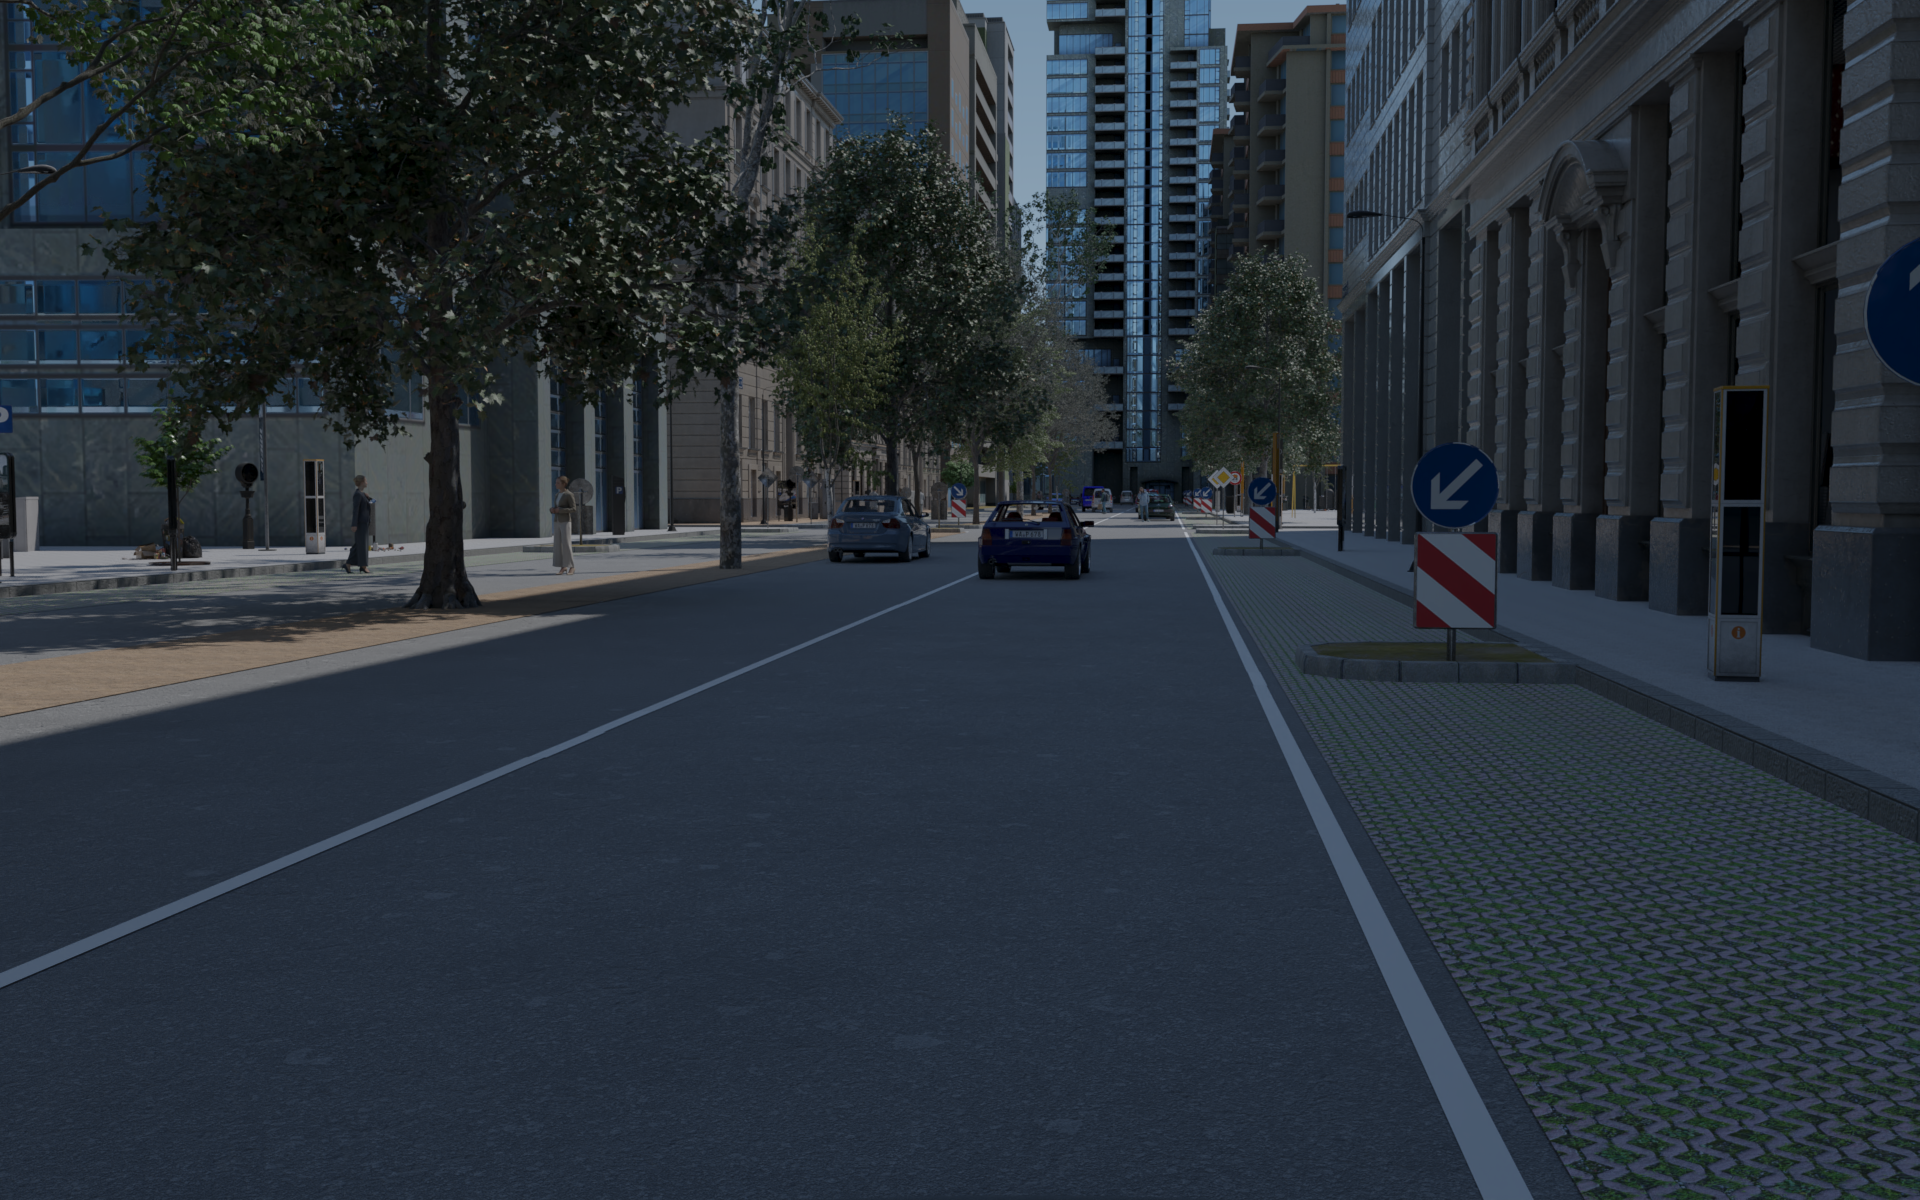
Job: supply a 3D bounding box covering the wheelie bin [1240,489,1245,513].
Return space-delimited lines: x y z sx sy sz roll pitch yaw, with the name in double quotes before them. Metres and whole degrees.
"wheelie bin" 19.114 -6.587 115.605 0.693 1.594 0.980 -3 4 -37

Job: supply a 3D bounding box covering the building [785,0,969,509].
"building" -6.854 -30.907 155.442 14.600 45.320 14.200 0 4 7

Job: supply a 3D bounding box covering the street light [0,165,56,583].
"street light" -13.445 -3.187 24.655 1.470 5.913 1.316 0 4 7

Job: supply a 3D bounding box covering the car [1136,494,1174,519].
"car" 11.176 -5.356 99.367 2.131 1.459 4.920 0 4 7

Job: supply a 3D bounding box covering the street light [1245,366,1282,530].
"street light" 11.002 -5.517 62.749 1.470 5.913 1.316 0 4 7

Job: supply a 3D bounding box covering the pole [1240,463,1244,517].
"pole" 15.879 -6.337 97.448 0.158 3.312 0.155 0 3 0

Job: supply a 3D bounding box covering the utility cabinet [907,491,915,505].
"utility cabinet" -3.359 -6.557 115.891 0.318 1.500 1.173 2 4 29

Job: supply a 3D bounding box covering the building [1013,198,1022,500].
"building" 1.089 -34.025 239.898 14.086 41.232 14.154 0 4 7

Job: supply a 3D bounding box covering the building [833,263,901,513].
"building" -9.908 -14.945 108.986 10.561 19.102 19.286 0 4 7

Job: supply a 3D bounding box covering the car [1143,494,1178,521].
"car" 10.685 -5.089 92.987 2.009 1.686 4.222 0 4 7

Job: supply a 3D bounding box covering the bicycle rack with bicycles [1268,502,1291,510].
"bicycle rack with bicycles" 25.114 -7.597 137.591 2.852 0.926 2.925 -3 5 -44

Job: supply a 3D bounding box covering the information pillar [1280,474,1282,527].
"information pillar" 11.681 -3.622 63.716 0.304 2.012 0.304 0 4 3

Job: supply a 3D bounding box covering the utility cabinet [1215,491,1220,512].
"utility cabinet" 18.142 -6.932 122.024 0.318 1.500 1.173 0 4 7

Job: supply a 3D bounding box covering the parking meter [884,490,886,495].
"parking meter" -4.408 -5.898 104.842 0.372 1.533 0.369 0 3 0

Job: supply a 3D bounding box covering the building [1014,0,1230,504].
"building" 23.961 -56.713 239.935 31.000 86.520 22.319 0 4 7

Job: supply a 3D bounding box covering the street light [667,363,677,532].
"street light" -9.347 -5.300 59.201 1.470 5.913 1.316 0 4 7

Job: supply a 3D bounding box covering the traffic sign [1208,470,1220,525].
"traffic sign" 10.542 -4.122 71.035 0.795 2.450 0.064 0 4 7

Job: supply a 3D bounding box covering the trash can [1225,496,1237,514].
"trash can" 17.557 -6.156 112.301 0.748 1.137 0.748 0 3 0

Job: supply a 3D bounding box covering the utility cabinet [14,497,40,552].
"utility cabinet" -20.945 -1.692 38.827 0.306 1.237 1.020 -1 4 -14

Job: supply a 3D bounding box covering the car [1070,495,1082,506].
"car" 13.356 -11.586 202.004 1.945 1.354 3.894 0 4 8

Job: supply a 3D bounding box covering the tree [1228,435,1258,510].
"tree" 20.593 -10.808 127.080 4.360 8.622 3.978 0 3 0

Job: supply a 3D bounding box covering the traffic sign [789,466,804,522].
"traffic sign" -7.377 -4.780 78.256 0.768 2.556 0.104 1 4 10

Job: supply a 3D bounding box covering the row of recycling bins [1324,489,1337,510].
"row of recycling bins" 30.447 -7.912 136.481 3.534 1.692 1.069 1 4 17

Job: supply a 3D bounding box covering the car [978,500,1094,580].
"car" 1.353 -1.091 30.425 1.945 1.354 3.894 0 4 8

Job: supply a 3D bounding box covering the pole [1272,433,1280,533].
"pole" 10.520 -3.905 57.693 0.158 3.312 0.155 0 3 0

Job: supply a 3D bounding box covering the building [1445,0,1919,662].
"building" 12.814 -11.761 21.170 11.050 23.489 19.941 0 4 7

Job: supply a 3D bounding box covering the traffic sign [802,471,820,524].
"traffic sign" -6.281 -4.246 73.056 0.795 2.450 0.064 0 4 7

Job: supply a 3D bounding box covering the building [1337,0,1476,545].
"building" 17.095 -16.390 45.471 11.434 29.767 29.804 0 4 7

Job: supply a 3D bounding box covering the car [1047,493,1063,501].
"car" 9.995 -10.431 180.137 1.945 1.707 3.694 0 4 7

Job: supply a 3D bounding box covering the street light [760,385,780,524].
"street light" -7.771 -6.147 73.051 1.470 5.913 1.316 0 4 7

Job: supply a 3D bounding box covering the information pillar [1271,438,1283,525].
"information pillar" 13.354 -4.987 72.890 0.504 3.616 0.183 -1 4 -13

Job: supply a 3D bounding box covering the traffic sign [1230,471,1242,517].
"traffic sign" 15.228 -5.864 95.977 0.768 2.556 0.104 0 4 8

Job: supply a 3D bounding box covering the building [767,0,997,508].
"building" -7.946 -33.659 174.032 21.300 48.544 21.600 0 4 7

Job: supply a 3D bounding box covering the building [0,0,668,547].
"building" -27.392 -45.183 51.416 31.000 86.520 22.319 0 4 7

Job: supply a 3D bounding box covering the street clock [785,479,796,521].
"street clock" -7.952 -4.684 81.153 0.471 2.002 0.358 -2 4 -24

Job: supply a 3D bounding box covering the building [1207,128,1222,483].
"building" 40.339 -33.587 203.778 22.147 44.769 28.867 0 4 7

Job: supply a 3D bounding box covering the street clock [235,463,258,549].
"street clock" -16.570 -2.184 40.281 0.358 2.002 0.471 2 4 31

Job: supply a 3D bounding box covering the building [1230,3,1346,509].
"building" 36.114 -30.930 160.329 22.147 44.769 28.867 0 4 7

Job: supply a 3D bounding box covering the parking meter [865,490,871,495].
"parking meter" -5.143 -5.407 96.822 0.372 1.533 0.369 0 3 0

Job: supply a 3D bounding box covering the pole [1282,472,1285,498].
"pole" 26.070 -8.910 139.529 0.158 3.312 0.155 0 3 0

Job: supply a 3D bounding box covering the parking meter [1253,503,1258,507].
"parking meter" 19.986 -6.834 117.454 0.255 1.863 0.399 3 5 42

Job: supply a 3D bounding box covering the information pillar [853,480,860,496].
"information pillar" -5.657 -5.494 94.312 0.304 2.012 0.304 0 4 -1

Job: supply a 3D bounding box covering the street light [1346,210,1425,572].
"street light" 7.021 -3.420 28.458 1.470 5.913 1.316 0 4 7

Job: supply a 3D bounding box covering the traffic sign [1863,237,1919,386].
"traffic sign" 4.804 -0.513 8.495 0.768 2.556 0.104 1 4 11

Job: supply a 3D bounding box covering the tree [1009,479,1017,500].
"tree" 6.398 -12.692 202.111 1.663 3.219 1.824 0 3 0

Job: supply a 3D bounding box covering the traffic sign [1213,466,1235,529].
"traffic sign" 9.595 -3.637 63.106 0.795 2.450 0.064 0 4 7

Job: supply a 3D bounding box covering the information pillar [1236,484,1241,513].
"information pillar" 19.432 -7.094 120.481 0.304 2.012 0.304 2 4 28

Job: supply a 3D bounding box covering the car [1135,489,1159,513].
"car" 14.825 -7.782 135.908 2.281 1.827 5.304 0 4 7

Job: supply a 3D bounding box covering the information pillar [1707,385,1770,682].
"information pillar" 5.343 -0.453 11.906 0.304 2.012 0.304 1 4 14

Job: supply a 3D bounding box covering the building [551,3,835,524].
"building" -14.159 -17.717 86.930 12.463 27.353 25.104 0 4 7

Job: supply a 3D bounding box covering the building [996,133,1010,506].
"building" -2.156 -31.065 191.502 14.154 41.232 14.086 0 4 7

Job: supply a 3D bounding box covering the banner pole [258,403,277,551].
"banner pole" -15.791 -3.012 39.262 0.401 3.779 0.863 -2 4 -32

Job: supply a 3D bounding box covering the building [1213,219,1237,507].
"building" 33.825 -25.134 182.636 14.160 30.474 14.107 0 4 7

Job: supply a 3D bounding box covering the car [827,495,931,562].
"car" -1.735 -1.575 37.750 2.014 1.417 4.499 0 4 7

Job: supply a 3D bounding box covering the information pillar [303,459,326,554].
"information pillar" -13.740 -1.980 36.870 0.304 2.012 0.304 1 4 10

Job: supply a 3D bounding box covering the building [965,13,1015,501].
"building" -7.778 -41.043 213.054 28.212 58.520 21.231 0 4 7

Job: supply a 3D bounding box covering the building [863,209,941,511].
"building" -8.606 -20.439 131.440 12.463 27.353 25.104 0 4 7

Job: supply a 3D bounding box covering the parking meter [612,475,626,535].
"parking meter" -10.663 -2.961 54.130 0.399 1.863 0.255 -2 4 -24

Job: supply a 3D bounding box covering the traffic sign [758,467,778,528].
"traffic sign" -7.228 -3.761 65.127 0.795 2.450 0.064 0 4 7
